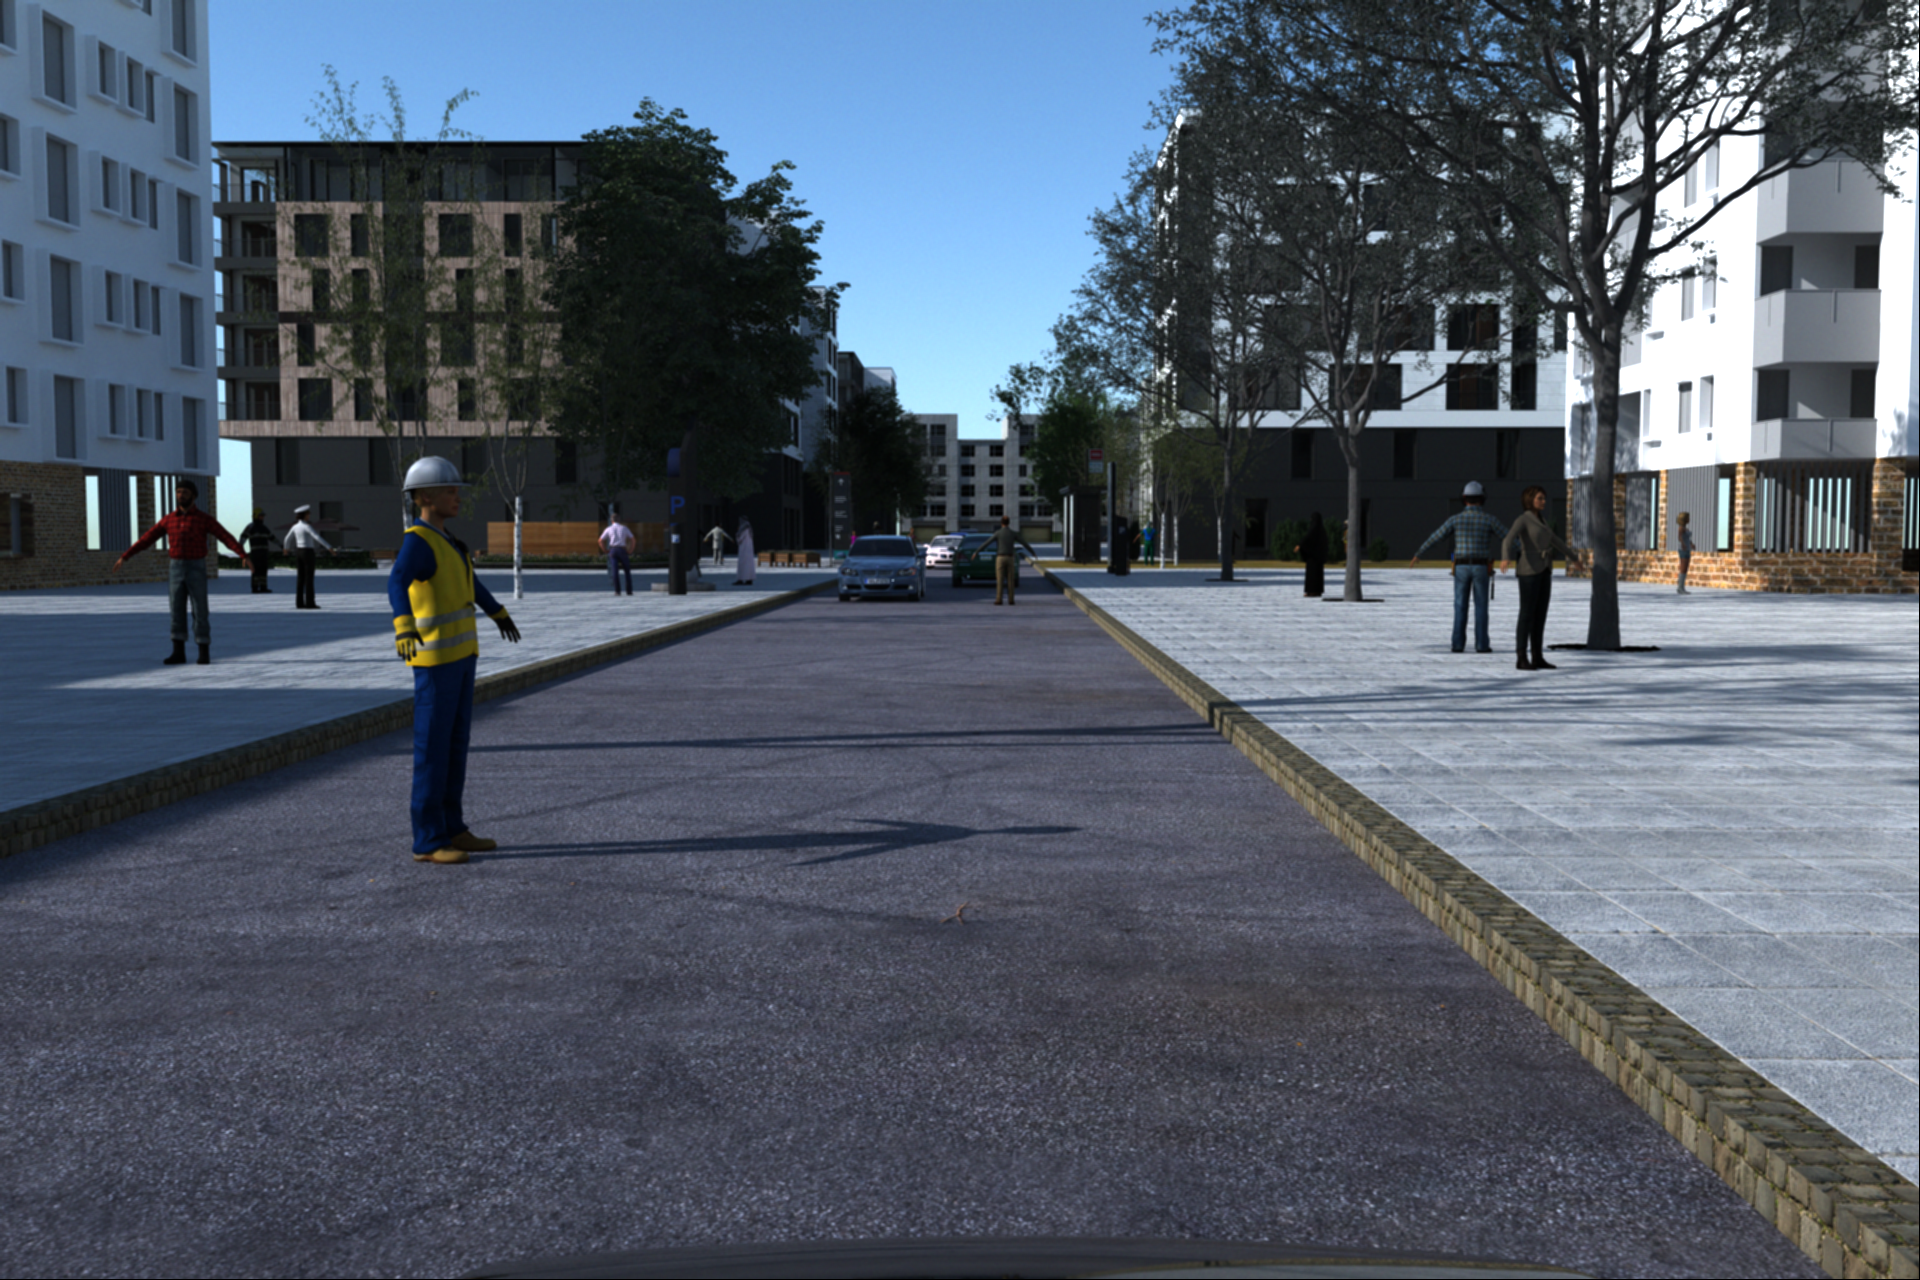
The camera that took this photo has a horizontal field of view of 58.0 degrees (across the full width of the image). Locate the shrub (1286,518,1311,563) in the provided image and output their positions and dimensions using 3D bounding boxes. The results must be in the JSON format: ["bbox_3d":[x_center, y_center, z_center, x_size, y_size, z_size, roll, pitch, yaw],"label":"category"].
[{"bbox_3d":[15.470,-4.522,77.969,1.661,2.075,1.752,0,3,0],"label":"shrub"}]

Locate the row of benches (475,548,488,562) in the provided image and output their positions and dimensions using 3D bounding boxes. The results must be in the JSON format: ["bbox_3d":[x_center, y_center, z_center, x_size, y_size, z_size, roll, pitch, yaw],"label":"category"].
[{"bbox_3d":[-20.349,-3.958,80.180,4.104,0.672,1.422,-2,4,-35],"label":"row of benches"}]

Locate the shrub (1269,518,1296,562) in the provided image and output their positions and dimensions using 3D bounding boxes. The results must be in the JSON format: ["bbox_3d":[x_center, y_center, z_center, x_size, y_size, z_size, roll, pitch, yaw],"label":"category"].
[{"bbox_3d":[15.227,-4.686,80.661,1.661,2.075,1.752,0,3,0],"label":"shrub"}]

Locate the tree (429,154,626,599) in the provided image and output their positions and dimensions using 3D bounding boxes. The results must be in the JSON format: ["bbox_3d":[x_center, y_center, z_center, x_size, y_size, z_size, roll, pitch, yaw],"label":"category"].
[{"bbox_3d":[-8.768,-5.106,33.842,4.360,8.622,3.978,0,3,0],"label":"tree"}]

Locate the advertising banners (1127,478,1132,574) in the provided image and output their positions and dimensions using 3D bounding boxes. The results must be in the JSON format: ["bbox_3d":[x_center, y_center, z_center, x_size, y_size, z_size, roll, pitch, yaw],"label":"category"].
[{"bbox_3d":[5.392,-3.619,55.363,0.090,3.025,2.074,0,4,1],"label":"advertising banners"}]

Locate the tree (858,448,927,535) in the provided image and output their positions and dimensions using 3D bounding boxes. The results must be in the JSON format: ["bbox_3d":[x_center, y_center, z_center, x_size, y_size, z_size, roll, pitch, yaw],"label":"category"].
[{"bbox_3d":[-6.370,-13.374,153.083,7.601,10.594,8.767,1,4,13],"label":"tree"}]

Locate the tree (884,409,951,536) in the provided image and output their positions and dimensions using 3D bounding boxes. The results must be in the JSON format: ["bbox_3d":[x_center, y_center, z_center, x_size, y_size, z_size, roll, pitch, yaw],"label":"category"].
[{"bbox_3d":[-5.776,-15.821,169.043,12.009,13.543,11.850,0,3,0],"label":"tree"}]

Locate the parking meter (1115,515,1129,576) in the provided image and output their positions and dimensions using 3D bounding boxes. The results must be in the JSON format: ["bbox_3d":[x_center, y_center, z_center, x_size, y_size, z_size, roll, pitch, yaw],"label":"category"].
[{"bbox_3d":[5.001,-2.920,53.448,0.399,1.863,0.255,0,4,1],"label":"parking meter"}]

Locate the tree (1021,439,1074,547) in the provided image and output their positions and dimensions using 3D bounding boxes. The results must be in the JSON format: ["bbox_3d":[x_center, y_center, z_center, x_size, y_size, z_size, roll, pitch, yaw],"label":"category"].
[{"bbox_3d":[9.998,-14.873,168.936,9.928,11.665,9.643,0,3,0],"label":"tree"}]

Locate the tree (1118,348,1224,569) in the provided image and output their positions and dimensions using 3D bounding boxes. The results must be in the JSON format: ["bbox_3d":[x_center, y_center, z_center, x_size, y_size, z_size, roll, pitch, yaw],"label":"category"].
[{"bbox_3d":[7.366,-6.954,64.062,4.360,8.622,3.978,0,3,0],"label":"tree"}]

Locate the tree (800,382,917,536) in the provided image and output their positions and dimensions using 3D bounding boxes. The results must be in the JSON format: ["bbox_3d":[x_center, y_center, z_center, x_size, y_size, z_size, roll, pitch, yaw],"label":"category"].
[{"bbox_3d":[-6.134,-10.472,105.632,7.601,10.594,8.767,-1,4,-17],"label":"tree"}]

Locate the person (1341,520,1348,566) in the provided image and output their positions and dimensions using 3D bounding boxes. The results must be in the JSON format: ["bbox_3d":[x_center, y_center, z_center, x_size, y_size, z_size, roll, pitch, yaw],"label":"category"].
[{"bbox_3d":[15.583,-3.905,69.621,0.705,1.858,1.354,0,4,-1],"label":"person"}]

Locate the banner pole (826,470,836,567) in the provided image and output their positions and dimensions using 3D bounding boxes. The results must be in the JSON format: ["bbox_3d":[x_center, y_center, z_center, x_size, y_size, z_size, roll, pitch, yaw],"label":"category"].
[{"bbox_3d":[-5.035,-4.752,67.718,0.401,3.779,0.863,0,4,1],"label":"banner pole"}]

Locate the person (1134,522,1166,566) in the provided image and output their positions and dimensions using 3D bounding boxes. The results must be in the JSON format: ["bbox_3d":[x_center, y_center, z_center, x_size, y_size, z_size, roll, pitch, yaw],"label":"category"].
[{"bbox_3d":[7.728,-3.944,70.613,1.347,1.817,0.704,1,4,15],"label":"person"}]

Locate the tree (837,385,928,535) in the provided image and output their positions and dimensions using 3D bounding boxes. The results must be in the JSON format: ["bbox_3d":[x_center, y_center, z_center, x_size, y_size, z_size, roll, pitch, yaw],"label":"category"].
[{"bbox_3d":[-6.282,-13.121,132.660,7.486,12.596,7.792,0,3,0],"label":"tree"}]

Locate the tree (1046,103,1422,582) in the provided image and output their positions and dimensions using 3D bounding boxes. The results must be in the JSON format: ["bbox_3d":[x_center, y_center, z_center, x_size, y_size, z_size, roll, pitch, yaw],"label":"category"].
[{"bbox_3d":[7.412,-8.349,46.880,12.009,13.543,11.850,0,3,0],"label":"tree"}]

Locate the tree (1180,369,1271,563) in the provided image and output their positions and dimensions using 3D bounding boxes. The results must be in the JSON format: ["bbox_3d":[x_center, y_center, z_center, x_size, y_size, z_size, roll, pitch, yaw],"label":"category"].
[{"bbox_3d":[11.599,-7.754,77.148,4.360,8.622,3.978,0,3,0],"label":"tree"}]

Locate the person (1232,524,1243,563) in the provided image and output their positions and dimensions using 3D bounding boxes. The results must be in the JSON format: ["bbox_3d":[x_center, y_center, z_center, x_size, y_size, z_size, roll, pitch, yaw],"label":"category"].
[{"bbox_3d":[11.906,-4.266,75.891,1.346,1.812,0.704,-3,5,-45],"label":"person"}]

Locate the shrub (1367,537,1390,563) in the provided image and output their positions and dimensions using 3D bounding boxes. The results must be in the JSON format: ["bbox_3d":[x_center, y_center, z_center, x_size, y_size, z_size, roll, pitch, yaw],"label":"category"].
[{"bbox_3d":[18.802,-4.081,77.845,1.383,1.207,1.383,0,3,0],"label":"shrub"}]

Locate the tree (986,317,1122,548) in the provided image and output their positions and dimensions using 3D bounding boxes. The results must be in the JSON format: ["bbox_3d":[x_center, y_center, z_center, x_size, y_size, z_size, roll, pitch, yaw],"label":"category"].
[{"bbox_3d":[8.580,-18.138,152.440,12.611,20.169,13.585,0,3,0],"label":"tree"}]

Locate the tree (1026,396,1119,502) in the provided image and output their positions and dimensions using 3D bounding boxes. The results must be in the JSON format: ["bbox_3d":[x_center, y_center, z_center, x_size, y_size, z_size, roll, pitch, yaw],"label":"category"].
[{"bbox_3d":[8.874,-12.513,130.351,9.928,11.665,9.643,0,3,0],"label":"tree"}]

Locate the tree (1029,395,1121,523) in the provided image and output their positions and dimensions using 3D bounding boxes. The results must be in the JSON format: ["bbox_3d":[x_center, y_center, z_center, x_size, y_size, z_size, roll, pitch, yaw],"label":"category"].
[{"bbox_3d":[9.530,-13.618,140.784,7.486,12.596,7.792,0,3,0],"label":"tree"}]

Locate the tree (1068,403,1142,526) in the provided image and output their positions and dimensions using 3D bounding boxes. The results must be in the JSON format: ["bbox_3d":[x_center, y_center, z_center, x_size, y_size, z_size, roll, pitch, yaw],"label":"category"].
[{"bbox_3d":[8.174,-8.797,94.190,4.360,8.622,3.978,0,3,0],"label":"tree"}]

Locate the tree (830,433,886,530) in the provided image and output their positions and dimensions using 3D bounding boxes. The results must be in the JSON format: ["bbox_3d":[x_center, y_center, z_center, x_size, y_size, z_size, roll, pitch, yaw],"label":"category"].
[{"bbox_3d":[-7.354,-10.220,117.465,4.360,8.622,3.978,0,3,0],"label":"tree"}]

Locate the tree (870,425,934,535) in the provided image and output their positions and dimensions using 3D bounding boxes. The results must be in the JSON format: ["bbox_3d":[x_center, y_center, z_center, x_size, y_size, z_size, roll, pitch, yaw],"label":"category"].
[{"bbox_3d":[-5.648,-12.770,143.208,7.601,10.594,8.767,-1,4,-21],"label":"tree"}]

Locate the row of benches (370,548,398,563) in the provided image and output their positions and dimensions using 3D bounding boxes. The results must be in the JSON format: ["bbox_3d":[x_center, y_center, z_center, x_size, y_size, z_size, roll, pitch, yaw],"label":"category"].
[{"bbox_3d":[-24.449,-3.801,77.611,4.104,0.672,1.422,0,4,0],"label":"row of benches"}]

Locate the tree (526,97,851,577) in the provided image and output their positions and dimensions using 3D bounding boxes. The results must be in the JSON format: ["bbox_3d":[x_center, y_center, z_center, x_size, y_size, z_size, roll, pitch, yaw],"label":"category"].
[{"bbox_3d":[-8.062,-8.832,51.062,9.857,13.997,8.962,0,3,0],"label":"tree"}]

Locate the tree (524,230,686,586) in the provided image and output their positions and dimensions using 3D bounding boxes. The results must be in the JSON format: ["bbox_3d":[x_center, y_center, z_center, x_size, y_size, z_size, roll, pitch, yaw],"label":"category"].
[{"bbox_3d":[-8.521,-5.604,41.989,4.360,8.622,3.978,0,3,0],"label":"tree"}]

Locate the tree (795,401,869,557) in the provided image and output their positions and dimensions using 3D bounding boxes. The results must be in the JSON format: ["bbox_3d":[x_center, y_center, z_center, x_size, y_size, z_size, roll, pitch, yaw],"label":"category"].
[{"bbox_3d":[-7.190,-8.911,96.052,4.360,8.622,3.978,0,3,0],"label":"tree"}]

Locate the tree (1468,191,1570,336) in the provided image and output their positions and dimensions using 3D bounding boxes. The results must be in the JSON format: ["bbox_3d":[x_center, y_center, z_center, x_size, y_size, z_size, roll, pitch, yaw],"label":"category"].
[{"bbox_3d":[27.493,-13.247,72.470,12.611,20.169,13.585,0,3,0],"label":"tree"}]

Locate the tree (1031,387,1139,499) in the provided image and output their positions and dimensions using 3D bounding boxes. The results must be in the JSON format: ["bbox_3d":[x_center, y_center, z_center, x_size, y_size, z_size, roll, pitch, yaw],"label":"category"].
[{"bbox_3d":[8.776,-11.906,120.411,9.928,11.665,9.643,0,3,0],"label":"tree"}]

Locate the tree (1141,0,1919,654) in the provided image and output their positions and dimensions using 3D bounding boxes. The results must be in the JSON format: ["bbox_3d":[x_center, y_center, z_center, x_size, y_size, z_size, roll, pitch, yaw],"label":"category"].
[{"bbox_3d":[7.108,-6.640,18.939,12.009,13.543,11.850,0,3,0],"label":"tree"}]

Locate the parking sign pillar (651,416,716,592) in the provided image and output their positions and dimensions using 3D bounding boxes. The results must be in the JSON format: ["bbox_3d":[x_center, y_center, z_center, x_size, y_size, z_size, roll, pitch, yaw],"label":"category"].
[{"bbox_3d":[-6.207,-3.079,38.818,1.447,3.967,1.447,0,4,2],"label":"parking sign pillar"}]

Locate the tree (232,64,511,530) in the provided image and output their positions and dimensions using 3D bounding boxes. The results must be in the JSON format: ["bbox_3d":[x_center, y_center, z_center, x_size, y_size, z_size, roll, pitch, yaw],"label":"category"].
[{"bbox_3d":[-8.598,-4.719,27.519,4.360,8.622,3.978,0,3,0],"label":"tree"}]

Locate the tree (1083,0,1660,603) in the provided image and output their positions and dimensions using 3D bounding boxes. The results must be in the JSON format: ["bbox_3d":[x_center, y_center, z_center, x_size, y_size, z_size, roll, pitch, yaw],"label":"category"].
[{"bbox_3d":[7.423,-7.466,32.436,12.009,13.543,11.850,0,3,0],"label":"tree"}]

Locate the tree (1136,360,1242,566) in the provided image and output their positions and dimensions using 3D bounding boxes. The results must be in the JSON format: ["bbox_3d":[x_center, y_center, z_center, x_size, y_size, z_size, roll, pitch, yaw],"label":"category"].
[{"bbox_3d":[8.701,-7.357,70.642,4.360,8.622,3.978,0,3,0],"label":"tree"}]

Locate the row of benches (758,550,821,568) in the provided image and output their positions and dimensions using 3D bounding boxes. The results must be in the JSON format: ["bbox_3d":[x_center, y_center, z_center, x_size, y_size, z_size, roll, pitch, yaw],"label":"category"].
[{"bbox_3d":[-6.618,-3.169,67.276,1.422,0.672,4.104,-2,4,-34],"label":"row of benches"}]

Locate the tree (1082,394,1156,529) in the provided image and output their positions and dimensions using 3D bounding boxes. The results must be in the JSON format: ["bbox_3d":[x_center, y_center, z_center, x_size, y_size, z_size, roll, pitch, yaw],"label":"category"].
[{"bbox_3d":[8.268,-8.553,90.197,4.360,8.622,3.978,0,3,0],"label":"tree"}]

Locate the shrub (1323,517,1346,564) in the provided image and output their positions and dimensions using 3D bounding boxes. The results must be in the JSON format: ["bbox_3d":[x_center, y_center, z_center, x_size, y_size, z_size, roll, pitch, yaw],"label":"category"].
[{"bbox_3d":[15.705,-4.233,73.251,1.661,2.075,1.752,0,3,0],"label":"shrub"}]

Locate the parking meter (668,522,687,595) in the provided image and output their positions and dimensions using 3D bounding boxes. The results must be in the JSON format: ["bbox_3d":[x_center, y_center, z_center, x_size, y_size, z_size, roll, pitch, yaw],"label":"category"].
[{"bbox_3d":[-5.950,-1.716,36.469,0.372,1.533,0.369,0,3,0],"label":"parking meter"}]
